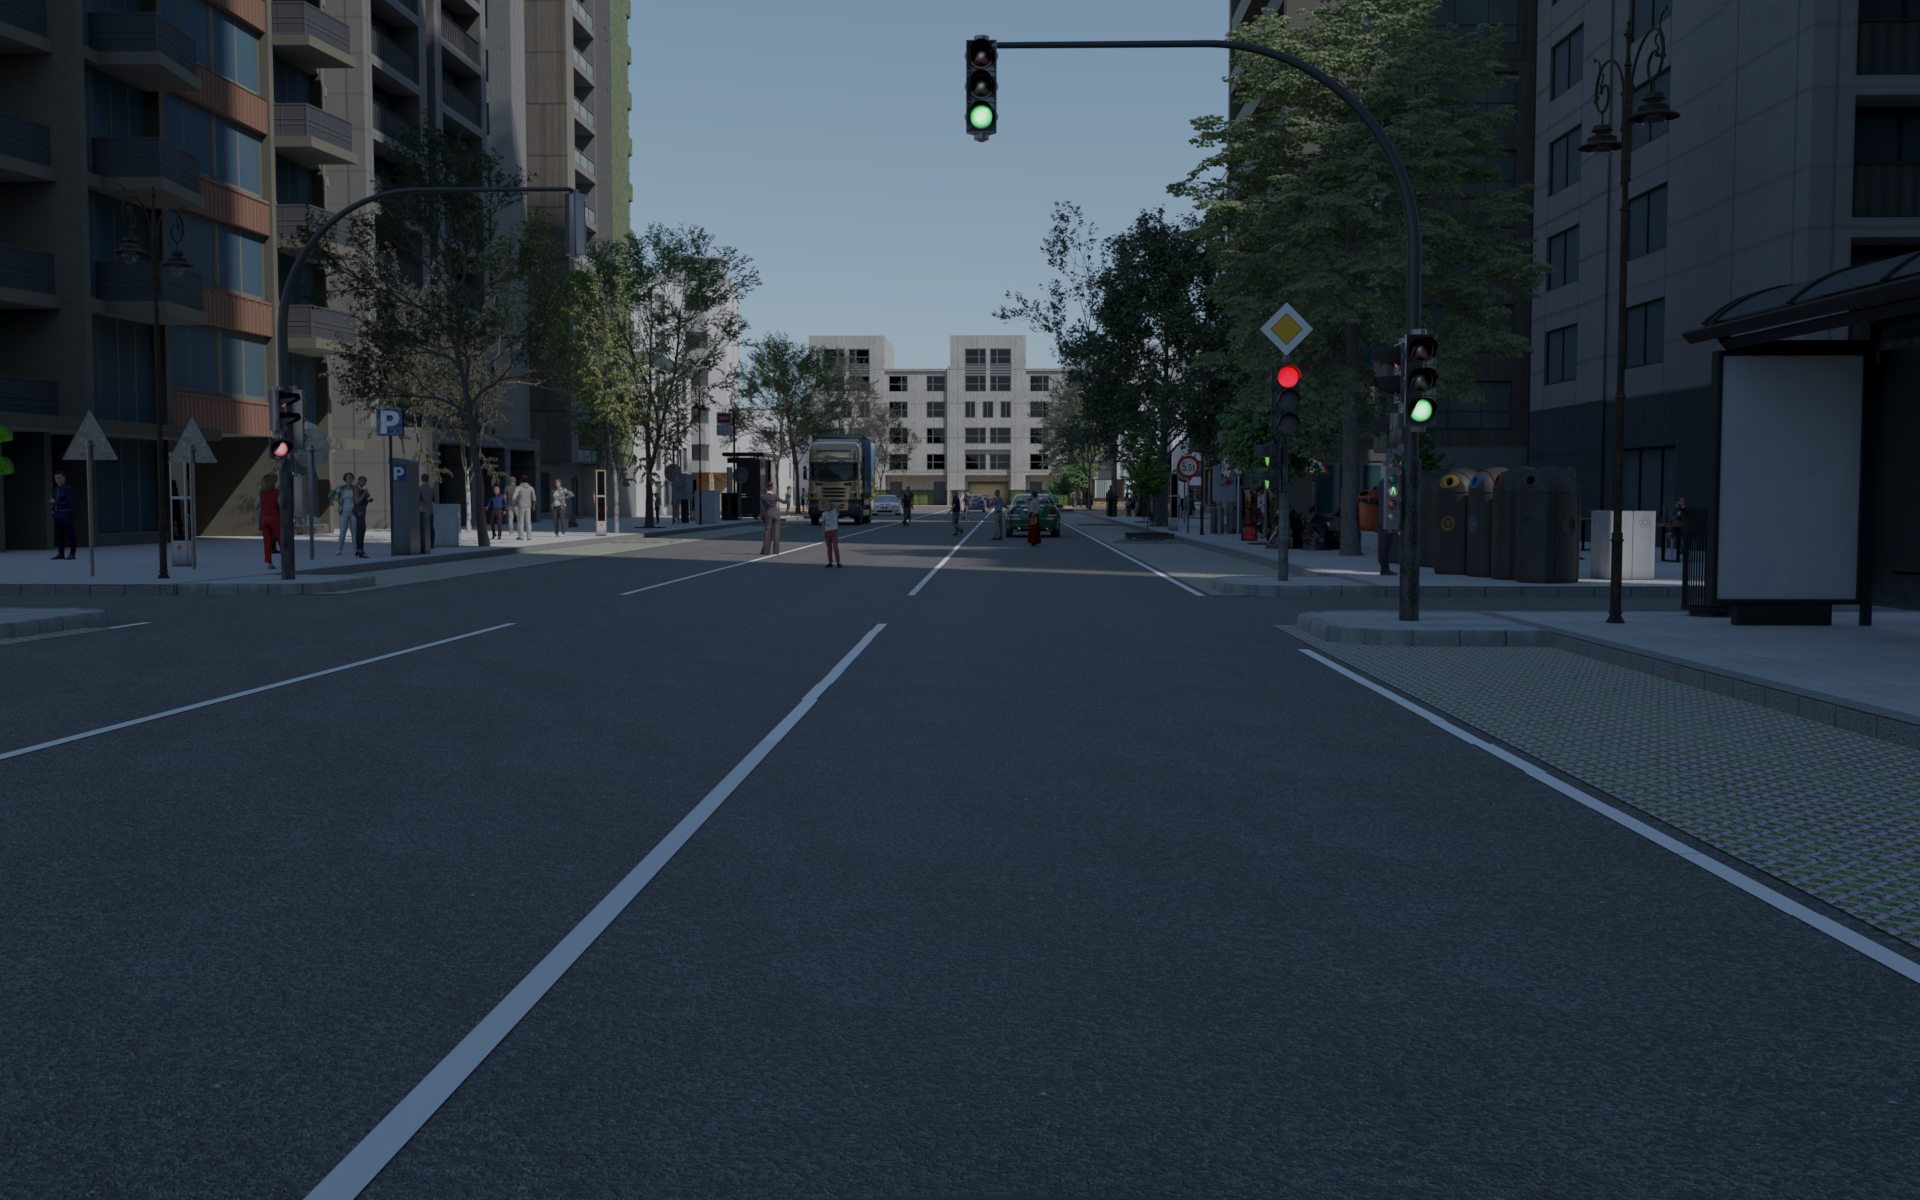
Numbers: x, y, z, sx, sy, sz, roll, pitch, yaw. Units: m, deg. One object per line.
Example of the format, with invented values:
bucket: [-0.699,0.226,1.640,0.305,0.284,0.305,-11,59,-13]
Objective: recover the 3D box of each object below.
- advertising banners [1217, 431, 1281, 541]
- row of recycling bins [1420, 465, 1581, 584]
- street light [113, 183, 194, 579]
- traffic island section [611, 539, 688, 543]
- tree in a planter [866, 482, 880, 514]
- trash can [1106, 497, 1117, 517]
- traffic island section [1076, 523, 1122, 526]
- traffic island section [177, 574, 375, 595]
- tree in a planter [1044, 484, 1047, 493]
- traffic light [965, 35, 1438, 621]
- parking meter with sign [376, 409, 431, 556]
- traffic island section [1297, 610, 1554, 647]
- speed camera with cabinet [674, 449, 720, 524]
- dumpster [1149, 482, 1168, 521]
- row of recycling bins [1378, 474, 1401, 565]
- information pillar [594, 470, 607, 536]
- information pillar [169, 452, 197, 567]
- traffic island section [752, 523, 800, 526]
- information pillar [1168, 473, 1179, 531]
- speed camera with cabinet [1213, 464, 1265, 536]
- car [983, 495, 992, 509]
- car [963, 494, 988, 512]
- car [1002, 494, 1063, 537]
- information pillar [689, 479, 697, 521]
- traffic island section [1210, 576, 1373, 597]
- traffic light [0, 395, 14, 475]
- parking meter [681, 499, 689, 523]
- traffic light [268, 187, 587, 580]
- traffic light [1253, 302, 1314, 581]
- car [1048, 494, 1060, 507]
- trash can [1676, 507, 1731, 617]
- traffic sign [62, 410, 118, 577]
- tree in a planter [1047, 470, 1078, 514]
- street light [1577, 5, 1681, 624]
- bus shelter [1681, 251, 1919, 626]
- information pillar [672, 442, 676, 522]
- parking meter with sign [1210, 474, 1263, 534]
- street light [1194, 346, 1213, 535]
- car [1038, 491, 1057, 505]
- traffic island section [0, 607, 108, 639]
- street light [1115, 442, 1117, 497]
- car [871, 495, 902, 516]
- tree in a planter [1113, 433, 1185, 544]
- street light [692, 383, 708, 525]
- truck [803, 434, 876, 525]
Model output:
advertising banners: [7.932,-3.123,47.256,2.074,3.025,0.090,3,4,36]
row of recycling bins: [8.331,-1.183,26.458,1.069,1.692,3.534,-1,4,-10]
street light: [-12.113,-3.265,26.168,0.468,5.910,1.993,0,4,2]
traffic island section: [-9.072,-1.717,50.946,1.991,0.108,1.994,0,4,2]
tree in a planter: [-6.916,-7.978,127.665,1.991,3.239,1.994,0,4,2]
trash can: [8.528,-5.245,97.402,0.748,1.137,0.748,0,3,0]
traffic island section: [6.268,-3.388,78.266,1.991,0.108,1.994,0,4,2]
traffic island section: [-10.101,-0.228,26.003,2.009,0.180,2.903,0,4,2]
tree in a planter: [8.409,-9.618,154.470,1.991,3.239,1.994,0,4,2]
traffic light: [2.437,-2.614,17.404,4.771,5.953,1.251,0,4,2]
parking meter with sign: [-11.635,-2.453,36.369,0.543,3.016,1.738,0,4,2]
traffic island section: [4.570,0.286,17.600,2.009,0.180,2.903,0,4,2]
speed camera with cabinet: [-11.522,-4.984,75.830,2.038,3.252,0.660,1,4,22]
dumpster: [9.510,-4.607,81.079,1.264,1.857,1.865,0,4,2]
row of recycling bins: [8.505,-1.453,30.863,1.069,1.692,3.534,-1,4,-13]
information pillar: [-10.965,-2.957,52.833,0.304,2.012,0.304,-1,4,-20]
information pillar: [-13.757,-1.601,30.664,0.304,2.012,0.304,0,4,6]
traffic island section: [-8.310,-3.397,78.403,1.991,0.108,1.994,0,4,2]
information pillar: [7.485,-3.442,60.772,0.304,2.012,0.304,0,4,-7]
speed camera with cabinet: [8.826,-3.607,53.302,2.038,3.252,0.660,0,4,5]
car: [2.129,-9.507,168.012,1.945,1.354,3.894,0,4,0]
car: [1.184,-7.690,137.733,2.014,1.417,4.499,0,4,2]
car: [2.457,-2.881,58.902,2.131,1.459,4.920,0,4,2]
information pillar: [-12.890,-4.847,83.734,0.304,2.012,0.304,-2,4,-27]
traffic island section: [4.794,-0.202,25.582,2.009,0.180,2.903,0,4,2]
traffic light: [-10.286,-1.772,17.885,0.839,4.253,0.868,0,4,2]
parking meter: [-12.203,-4.349,76.815,0.255,1.863,0.399,-2,4,-32]
traffic light: [-7.968,-3.130,25.844,4.771,5.953,1.251,0,4,2]
traffic light: [4.754,-2.235,25.469,0.839,4.253,0.868,0,4,2]
car: [8.523,-9.501,164.133,1.959,1.807,4.718,0,4,0]
trash can: [7.923,-0.401,18.213,0.748,1.137,0.748,0,3,0]
traffic sign: [-13.506,-1.644,26.887,0.884,2.594,0.081,0,4,4]
tree in a planter: [7.651,-7.970,127.537,1.991,3.239,1.994,0,4,2]
street light: [6.525,-2.708,17.067,0.468,5.910,1.993,0,4,2]
bus shelter: [8.034,-1.249,14.340,2.014,3.302,5.546,0,4,2]
information pillar: [-12.939,-5.317,78.284,0.183,3.616,0.504,-1,4,-14]
parking meter with sign: [8.974,-3.649,55.915,1.738,3.016,0.543,-1,4,-12]
street light: [7.578,-4.973,54.089,0.468,5.910,1.993,0,4,2]
car: [3.839,-4.646,86.185,2.015,1.641,3.980,0,4,0]
traffic island section: [-10.325,0.261,18.021,2.009,0.180,2.903,0,4,2]
street light: [9.039,-7.784,100.048,0.468,5.910,1.993,0,4,2]
car: [-4.927,-6.341,116.045,2.083,1.381,4.827,0,4,1]
tree in a planter: [5.490,-3.259,50.510,1.991,3.239,1.994,0,4,2]
street light: [-10.830,-6.076,72.133,0.468,5.910,1.993,0,4,2]
truck: [-5.673,-5.790,83.579,2.839,4.237,11.283,0,4,1]
